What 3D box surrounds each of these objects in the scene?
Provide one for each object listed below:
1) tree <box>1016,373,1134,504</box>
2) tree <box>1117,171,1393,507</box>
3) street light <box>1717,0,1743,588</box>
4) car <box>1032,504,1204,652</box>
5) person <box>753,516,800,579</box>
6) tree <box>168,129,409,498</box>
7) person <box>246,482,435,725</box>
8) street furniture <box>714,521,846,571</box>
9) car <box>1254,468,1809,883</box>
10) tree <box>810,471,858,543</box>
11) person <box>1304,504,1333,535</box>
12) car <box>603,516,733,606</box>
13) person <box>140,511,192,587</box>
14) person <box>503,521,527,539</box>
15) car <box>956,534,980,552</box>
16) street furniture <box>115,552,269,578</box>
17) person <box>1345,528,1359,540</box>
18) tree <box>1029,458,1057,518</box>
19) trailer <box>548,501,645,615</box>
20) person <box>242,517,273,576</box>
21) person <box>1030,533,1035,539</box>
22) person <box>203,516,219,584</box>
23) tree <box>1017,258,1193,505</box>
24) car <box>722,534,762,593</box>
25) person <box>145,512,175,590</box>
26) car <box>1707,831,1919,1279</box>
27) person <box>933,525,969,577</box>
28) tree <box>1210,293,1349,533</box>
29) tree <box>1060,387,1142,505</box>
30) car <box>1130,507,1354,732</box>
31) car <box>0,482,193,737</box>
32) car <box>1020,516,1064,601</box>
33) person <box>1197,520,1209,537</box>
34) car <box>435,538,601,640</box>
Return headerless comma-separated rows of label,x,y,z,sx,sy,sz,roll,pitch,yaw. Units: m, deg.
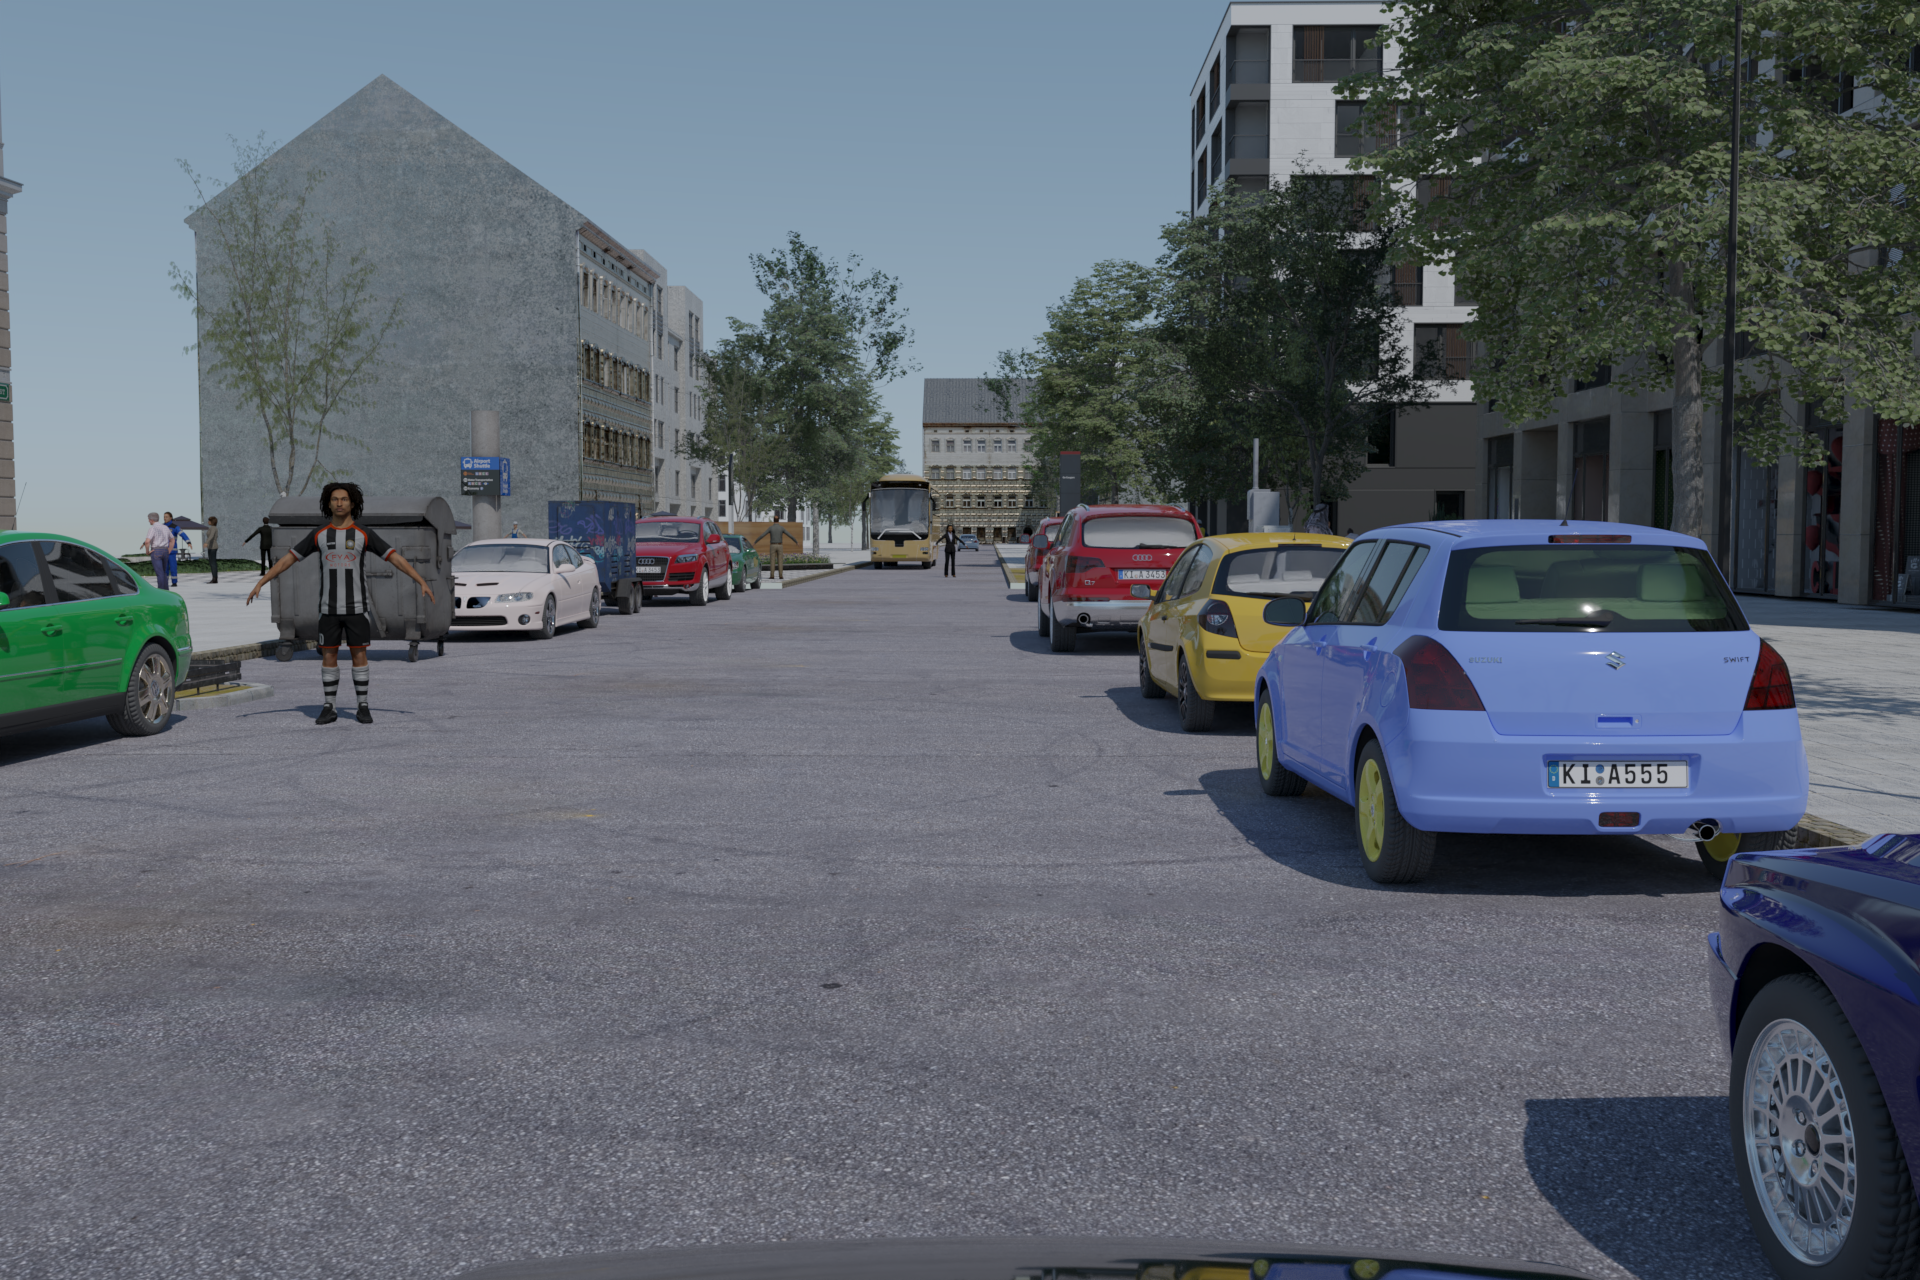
tree,7.538,-11.432,112.661,9.928,11.665,9.643,0,3,0
tree,10.400,-9.402,60.383,9.857,13.997,8.962,0,3,0
street light,6.713,-2.527,13.864,1.470,5.913,1.316,0,4,1
car,2.106,-0.851,22.593,2.281,1.827,5.304,0,3,0
person,-5.221,-2.626,49.206,1.348,1.796,0.705,-1,4,-11
tree,-12.682,-5.014,32.346,4.360,8.622,3.978,0,3,0
person,-4.673,-0.276,13.117,1.345,1.843,0.704,-1,4,-13
street furniture,-9.039,-3.336,61.392,11.010,1.723,9.812,2,4,32
car,2.507,0.073,8.404,1.945,1.707,3.694,0,4,-1
tree,-18.003,-20.456,241.118,9.857,13.997,8.962,0,3,0
person,5.489,-1.208,26.459,0.621,1.740,0.551,-1,4,-17
car,-6.034,-1.682,36.166,2.281,1.827,5.304,0,4,1
person,-19.240,-2.208,42.074,1.345,1.831,0.704,0,4,7
person,-19.819,-4.364,77.204,1.347,1.847,0.705,1,4,12
car,0.656,-7.990,142.638,2.014,1.417,4.499,0,4,0
street furniture,-26.135,-2.443,55.570,5.734,0.657,10.072,0,4,2
person,10.025,-2.128,44.032,0.628,1.438,0.799,-3,4,-39
tree,7.598,-12.229,150.311,4.360,8.622,3.978,0,3,0
trailer,-6.534,-1.422,30.302,1.471,1.999,3.904,0,4,1
person,-21.217,-2.861,52.968,1.347,1.806,0.705,-2,4,-32
person,3.219,-3.708,66.808,1.347,1.806,0.705,0,4,-4
person,-19.390,-2.324,44.759,0.721,1.744,1.215,-1,4,-14
tree,6.080,-9.421,72.163,7.486,12.596,7.792,0,3,0
car,-6.160,-1.967,43.966,2.131,1.459,4.920,0,4,1
person,-15.820,-1.659,34.109,0.436,1.711,0.756,2,4,25
car,2.394,0.646,2.025,1.945,1.354,3.894,0,4,0
person,-0.308,-2.932,57.112,1.216,1.740,0.721,-1,4,-16
tree,9.851,-6.226,52.156,4.737,8.622,4.395,0,3,0
tree,6.471,-8.235,85.012,4.360,8.622,3.978,0,3,0
car,2.440,-0.230,13.977,2.015,1.641,3.980,0,4,0
car,-6.626,-0.133,10.966,1.959,1.807,4.718,0,4,1
car,2.479,-1.816,38.361,2.281,1.827,5.304,0,4,1
person,9.184,-3.717,66.748,1.349,1.833,0.705,-2,4,-34
car,-6.471,-0.775,25.035,2.083,1.381,4.827,0,4,1
